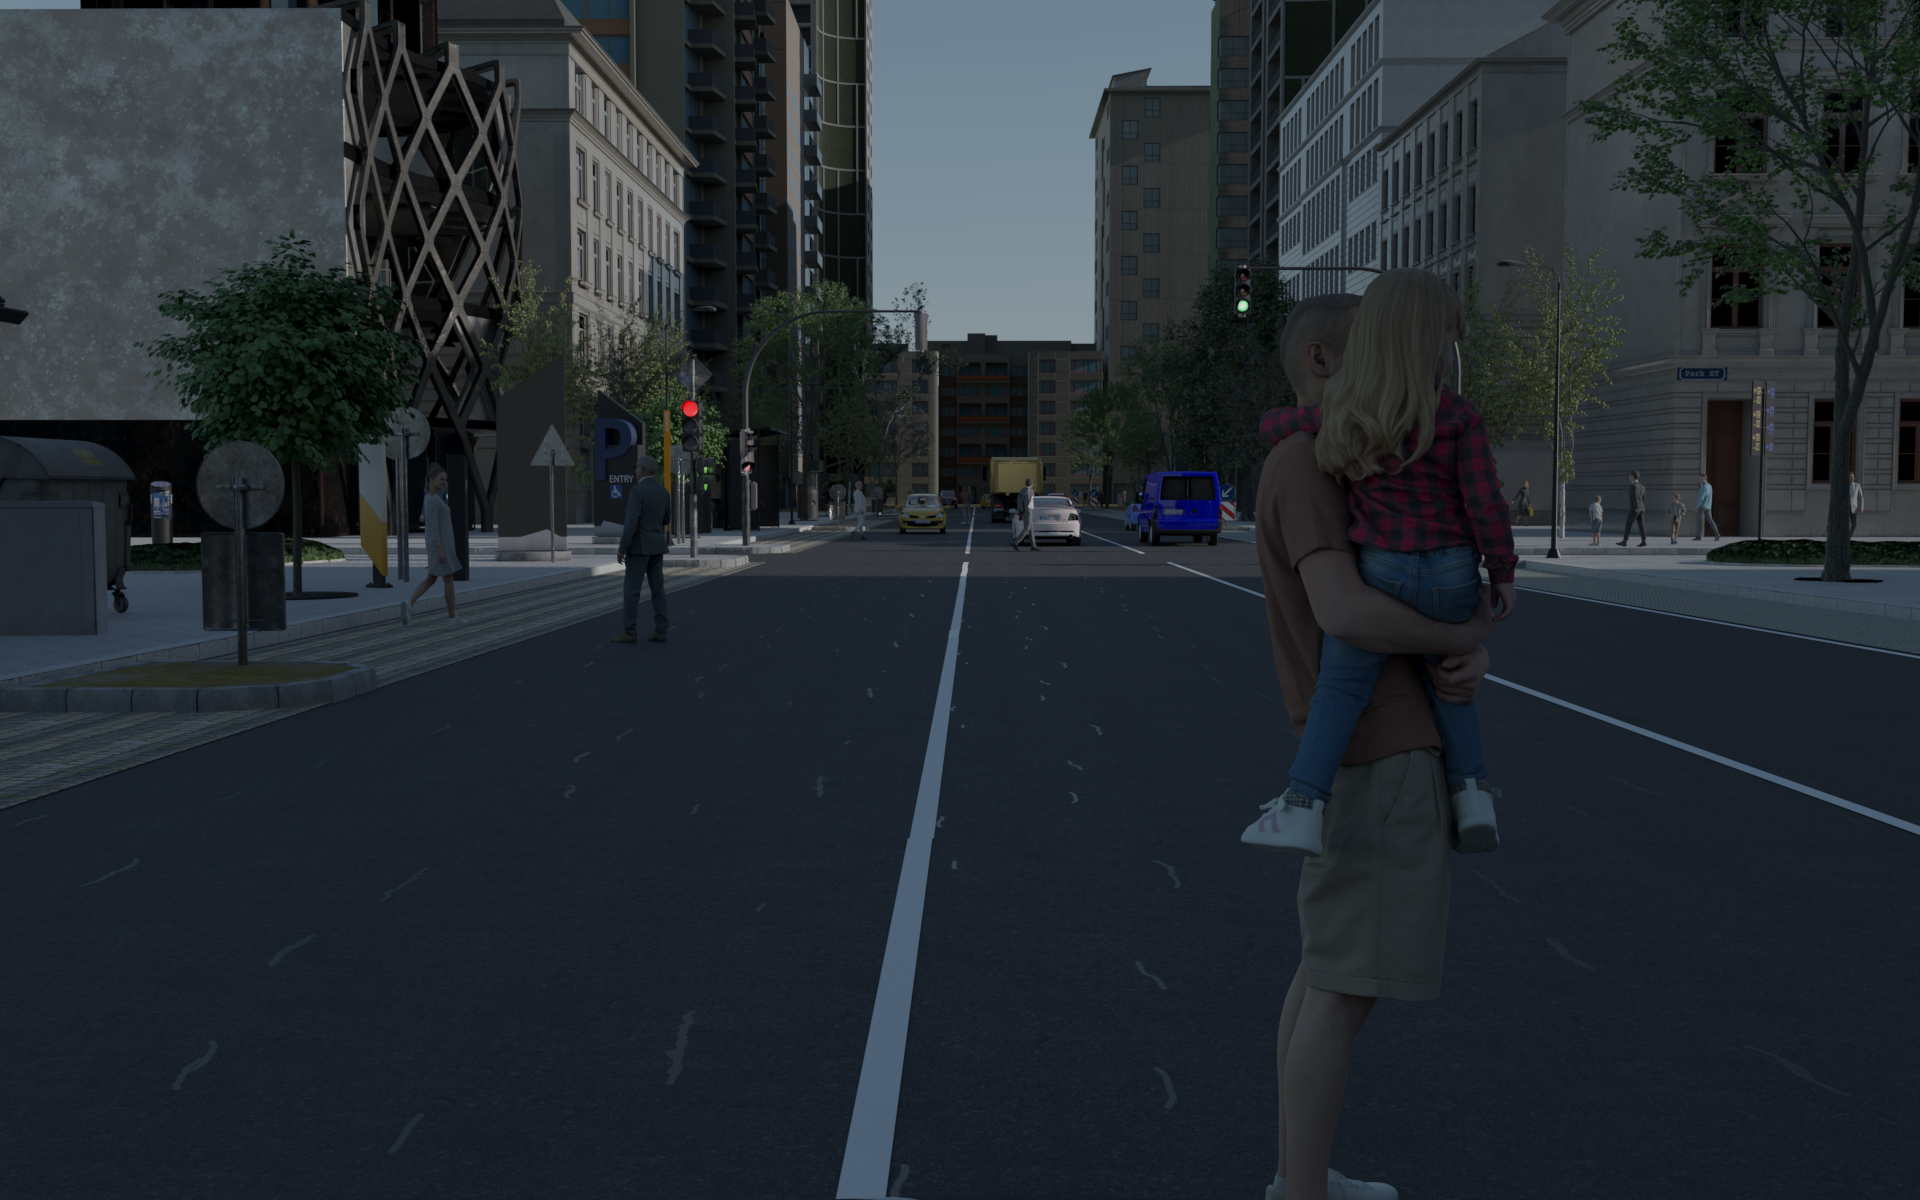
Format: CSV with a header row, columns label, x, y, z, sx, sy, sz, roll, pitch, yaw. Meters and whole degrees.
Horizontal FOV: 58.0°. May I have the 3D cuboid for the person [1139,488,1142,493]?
label,x,y,z,sx,sy,sz,roll,pitch,yaw
person,13.820,-7.665,132.182,1.217,1.723,0.721,-2,4,-32

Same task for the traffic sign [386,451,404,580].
label,x,y,z,sx,sy,sz,roll,pitch,yaw
traffic sign,-8.399,-1.580,25.932,0.768,2.556,0.104,0,4,6

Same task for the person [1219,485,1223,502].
label,x,y,z,sx,sy,sz,roll,pitch,yaw
person,14.311,-5.464,95.477,0.391,1.810,0.635,0,4,6

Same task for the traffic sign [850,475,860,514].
label,x,y,z,sx,sy,sz,roll,pitch,yaw
traffic sign,-6.934,-6.914,113.147,0.768,2.556,0.104,1,4,9

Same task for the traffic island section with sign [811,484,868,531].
label,x,y,z,sx,sy,sz,roll,pitch,yaw
traffic island section with sign,-4.744,-3.619,67.801,1.989,1.847,2.006,0,4,1

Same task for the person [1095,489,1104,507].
label,x,y,z,sx,sy,sz,roll,pitch,yaw
person,14.133,-10.322,175.361,0.990,1.755,0.434,0,4,-7

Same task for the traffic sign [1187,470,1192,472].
label,x,y,z,sx,sy,sz,roll,pitch,yaw
traffic sign,12.332,-5.646,92.415,0.768,2.556,0.104,1,4,10

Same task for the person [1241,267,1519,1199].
label,x,y,z,sx,sy,sz,roll,pitch,yaw
person,0.743,0.323,3.191,0.573,1.828,0.580,-2,4,-33

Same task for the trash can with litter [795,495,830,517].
label,x,y,z,sx,sy,sz,roll,pitch,yaw
trash can with litter,-8.277,-5.340,98.363,2.233,1.210,1.678,-1,4,-13

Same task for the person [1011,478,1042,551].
label,x,y,z,sx,sy,sz,roll,pitch,yaw
person,1.688,-2.141,43.606,0.850,1.850,0.679,-1,4,-12

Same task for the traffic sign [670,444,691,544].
label,x,y,z,sx,sy,sz,roll,pitch,yaw
traffic sign,-7.206,-2.703,44.303,0.768,2.556,0.104,0,4,8

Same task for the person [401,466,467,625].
label,x,y,z,sx,sy,sz,roll,pitch,yaw
person,-5.699,-0.584,18.797,0.466,1.731,0.760,3,4,36

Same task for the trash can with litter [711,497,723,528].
label,x,y,z,sx,sy,sz,roll,pitch,yaw
trash can with litter,-9.142,-3.277,64.972,0.624,1.170,1.055,-1,4,-9

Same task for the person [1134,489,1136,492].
label,x,y,z,sx,sy,sz,roll,pitch,yaw
person,18.389,-10.788,182.442,0.705,1.822,1.348,0,4,1

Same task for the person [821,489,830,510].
label,x,y,z,sx,sy,sz,roll,pitch,yaw
person,-10.297,-7.885,135.479,1.217,1.766,0.721,0,4,-6

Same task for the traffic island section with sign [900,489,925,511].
label,x,y,z,sx,sy,sz,roll,pitch,yaw
traffic island section with sign,-3.994,-8.325,144.735,1.989,1.847,2.006,0,4,1

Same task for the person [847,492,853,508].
label,x,y,z,sx,sy,sz,roll,pitch,yaw
person,-10.031,-9.288,157.882,1.348,1.826,0.705,-2,4,-32

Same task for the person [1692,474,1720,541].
label,x,y,z,sx,sy,sz,roll,pitch,yaw
person,20.459,-2.545,47.515,0.638,1.841,0.748,-2,4,-30

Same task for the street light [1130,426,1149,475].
label,x,y,z,sx,sy,sz,roll,pitch,yaw
street light,12.253,-8.887,117.844,1.470,5.913,1.316,0,4,1

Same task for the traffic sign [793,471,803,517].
label,x,y,z,sx,sy,sz,roll,pitch,yaw
traffic sign,-8.929,-5.819,95.254,0.768,2.556,0.104,0,4,3

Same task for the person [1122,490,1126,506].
label,x,y,z,sx,sy,sz,roll,pitch,yaw
person,17.985,-11.206,190.065,0.445,1.727,0.742,1,4,9

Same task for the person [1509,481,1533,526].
label,x,y,z,sx,sy,sz,roll,pitch,yaw
person,22.113,-3.844,69.111,1.509,1.804,0.699,0,4,7

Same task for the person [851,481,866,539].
label,x,y,z,sx,sy,sz,roll,pitch,yaw
person,-3.202,-2.816,54.417,0.514,1.842,0.818,3,5,42

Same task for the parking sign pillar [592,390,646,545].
label,x,y,z,sx,sy,sz,roll,pitch,yaw
parking sign pillar,-8.744,-3.426,44.487,1.447,3.967,1.447,1,4,19

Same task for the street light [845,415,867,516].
label,x,y,z,sx,sy,sz,roll,pitch,yaw
street light,-6.187,-7.917,101.989,1.470,5.913,1.316,0,4,1

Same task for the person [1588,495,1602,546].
label,x,y,z,sx,sy,sz,roll,pitch,yaw
person,15.787,-1.976,43.042,0.332,1.250,0.352,2,4,27

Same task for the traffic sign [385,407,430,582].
label,x,y,z,sx,sy,sz,roll,pitch,yaw
traffic sign,-8.062,-1.532,25.149,0.768,2.556,0.104,0,4,6

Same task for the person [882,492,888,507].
label,x,y,z,sx,sy,sz,roll,pitch,yaw
person,-7.411,-10.052,170.949,0.990,1.755,0.434,3,5,42

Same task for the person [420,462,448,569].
label,x,y,z,sx,sy,sz,roll,pitch,yaw
person,-8.941,-1.441,29.628,0.581,1.822,0.654,-3,5,-42

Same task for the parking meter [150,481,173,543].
label,x,y,z,sx,sy,sz,roll,pitch,yaw
parking meter,-15.471,-1.539,33.574,0.372,1.533,0.369,0,3,0

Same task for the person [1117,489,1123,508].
label,x,y,z,sx,sy,sz,roll,pitch,yaw
person,14.585,-9.217,157.408,0.621,1.740,0.551,1,4,8

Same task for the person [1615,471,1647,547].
label,x,y,z,sx,sy,sz,roll,pitch,yaw
person,16.382,-2.223,42.172,0.659,1.850,0.755,-3,4,-37

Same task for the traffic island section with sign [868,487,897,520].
label,x,y,z,sx,sy,sz,roll,pitch,yaw
traffic island section with sign,-4.479,-5.302,95.311,1.989,1.847,2.006,0,4,1

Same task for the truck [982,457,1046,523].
label,x,y,z,sx,sy,sz,roll,pitch,yaw
truck,2.870,-5.749,89.918,3.469,3.379,9.791,0,4,1

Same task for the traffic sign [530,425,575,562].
label,x,y,z,sx,sy,sz,roll,pitch,yaw
traffic sign,-7.641,-1.983,32.429,0.884,2.594,0.081,1,4,10

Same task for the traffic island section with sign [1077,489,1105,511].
label,x,y,z,sx,sy,sz,roll,pitch,yaw
traffic island section with sign,11.027,-8.315,144.579,1.989,1.847,2.006,0,4,1

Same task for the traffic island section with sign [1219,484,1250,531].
label,x,y,z,sx,sy,sz,roll,pitch,yaw
traffic island section with sign,10.285,-3.642,68.181,1.989,1.847,2.006,0,4,1

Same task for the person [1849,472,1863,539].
label,x,y,z,sx,sy,sz,roll,pitch,yaw
person,22.241,-2.293,43.375,0.661,1.843,0.795,1,4,16

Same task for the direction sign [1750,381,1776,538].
label,x,y,z,sx,sy,sz,roll,pitch,yaw
direction sign,16.144,-2.623,34.887,0.876,3.537,0.379,-3,4,-38

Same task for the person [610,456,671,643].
label,x,y,z,sx,sy,sz,roll,pitch,yaw
person,-3.119,-0.499,16.833,0.590,1.801,0.661,2,4,30

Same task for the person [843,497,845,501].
label,x,y,z,sx,sy,sz,roll,pitch,yaw
person,-11.371,-9.894,171.028,0.991,1.433,0.599,3,5,44

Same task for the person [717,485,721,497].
label,x,y,z,sx,sy,sz,roll,pitch,yaw
person,-12.747,-5.300,92.973,0.520,1.790,0.573,1,4,20

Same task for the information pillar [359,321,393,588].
label,x,y,z,sx,sy,sz,roll,pitch,yaw
information pillar,-8.023,-1.976,23.669,0.504,3.616,0.183,2,4,34

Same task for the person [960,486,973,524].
label,x,y,z,sx,sy,sz,roll,pitch,yaw
person,0.336,-4.571,83.203,0.573,1.828,0.580,3,4,36

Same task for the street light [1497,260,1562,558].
label,x,y,z,sx,sy,sz,roll,pitch,yaw
street light,11.357,-3.793,34.556,1.470,5.913,1.316,0,4,1

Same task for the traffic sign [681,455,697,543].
label,x,y,z,sx,sy,sz,roll,pitch,yaw
traffic sign,-7.203,-2.747,45.015,0.768,2.556,0.104,1,4,10

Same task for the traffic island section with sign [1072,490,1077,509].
label,x,y,z,sx,sy,sz,roll,pitch,yaw
traffic island section with sign,11.293,-9.967,171.580,1.989,1.847,2.006,0,4,1

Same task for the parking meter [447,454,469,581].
label,x,y,z,sx,sy,sz,roll,pitch,yaw
parking meter,-7.435,-1.220,25.663,0.255,1.863,0.399,-1,4,-8

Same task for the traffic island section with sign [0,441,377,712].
label,x,y,z,sx,sy,sz,roll,pitch,yaw
traffic island section with sign,-5.286,-0.221,12.239,1.989,1.847,2.006,0,4,1

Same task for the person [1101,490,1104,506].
label,x,y,z,sx,sy,sz,roll,pitch,yaw
person,14.811,-10.701,181.726,0.721,1.743,1.217,-1,4,-23

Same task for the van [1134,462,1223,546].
label,x,y,z,sx,sy,sz,roll,pitch,yaw
van,6.234,-2.767,49.631,2.240,2.365,5.245,0,4,1

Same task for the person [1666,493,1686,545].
label,x,y,z,sx,sy,sz,roll,pitch,yaw
person,18.225,-2.066,44.091,0.475,1.303,0.640,1,4,15

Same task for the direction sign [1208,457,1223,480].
label,x,y,z,sx,sy,sz,roll,pitch,yaw
direction sign,13.855,-6.259,94.334,0.876,3.537,0.379,1,4,17

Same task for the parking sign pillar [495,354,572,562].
label,x,y,z,sx,sy,sz,roll,pitch,yaw
parking sign pillar,-8.274,-2.752,33.465,1.447,3.967,1.447,-1,4,-12

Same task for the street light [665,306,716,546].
label,x,y,z,sx,sy,sz,roll,pitch,yaw
street light,-6.734,-4.309,42.999,1.470,5.913,1.316,0,4,1

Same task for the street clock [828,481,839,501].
label,x,y,z,sx,sy,sz,roll,pitch,yaw
street clock,-7.366,-6.008,102.808,0.471,2.002,0.358,3,4,37

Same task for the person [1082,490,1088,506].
label,x,y,z,sx,sy,sz,roll,pitch,yaw
person,13.185,-10.750,182.722,0.541,1.710,0.530,2,4,26

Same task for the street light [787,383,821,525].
label,x,y,z,sx,sy,sz,roll,pitch,yaw
street light,-6.503,-6.106,72.372,1.470,5.913,1.316,0,4,1
